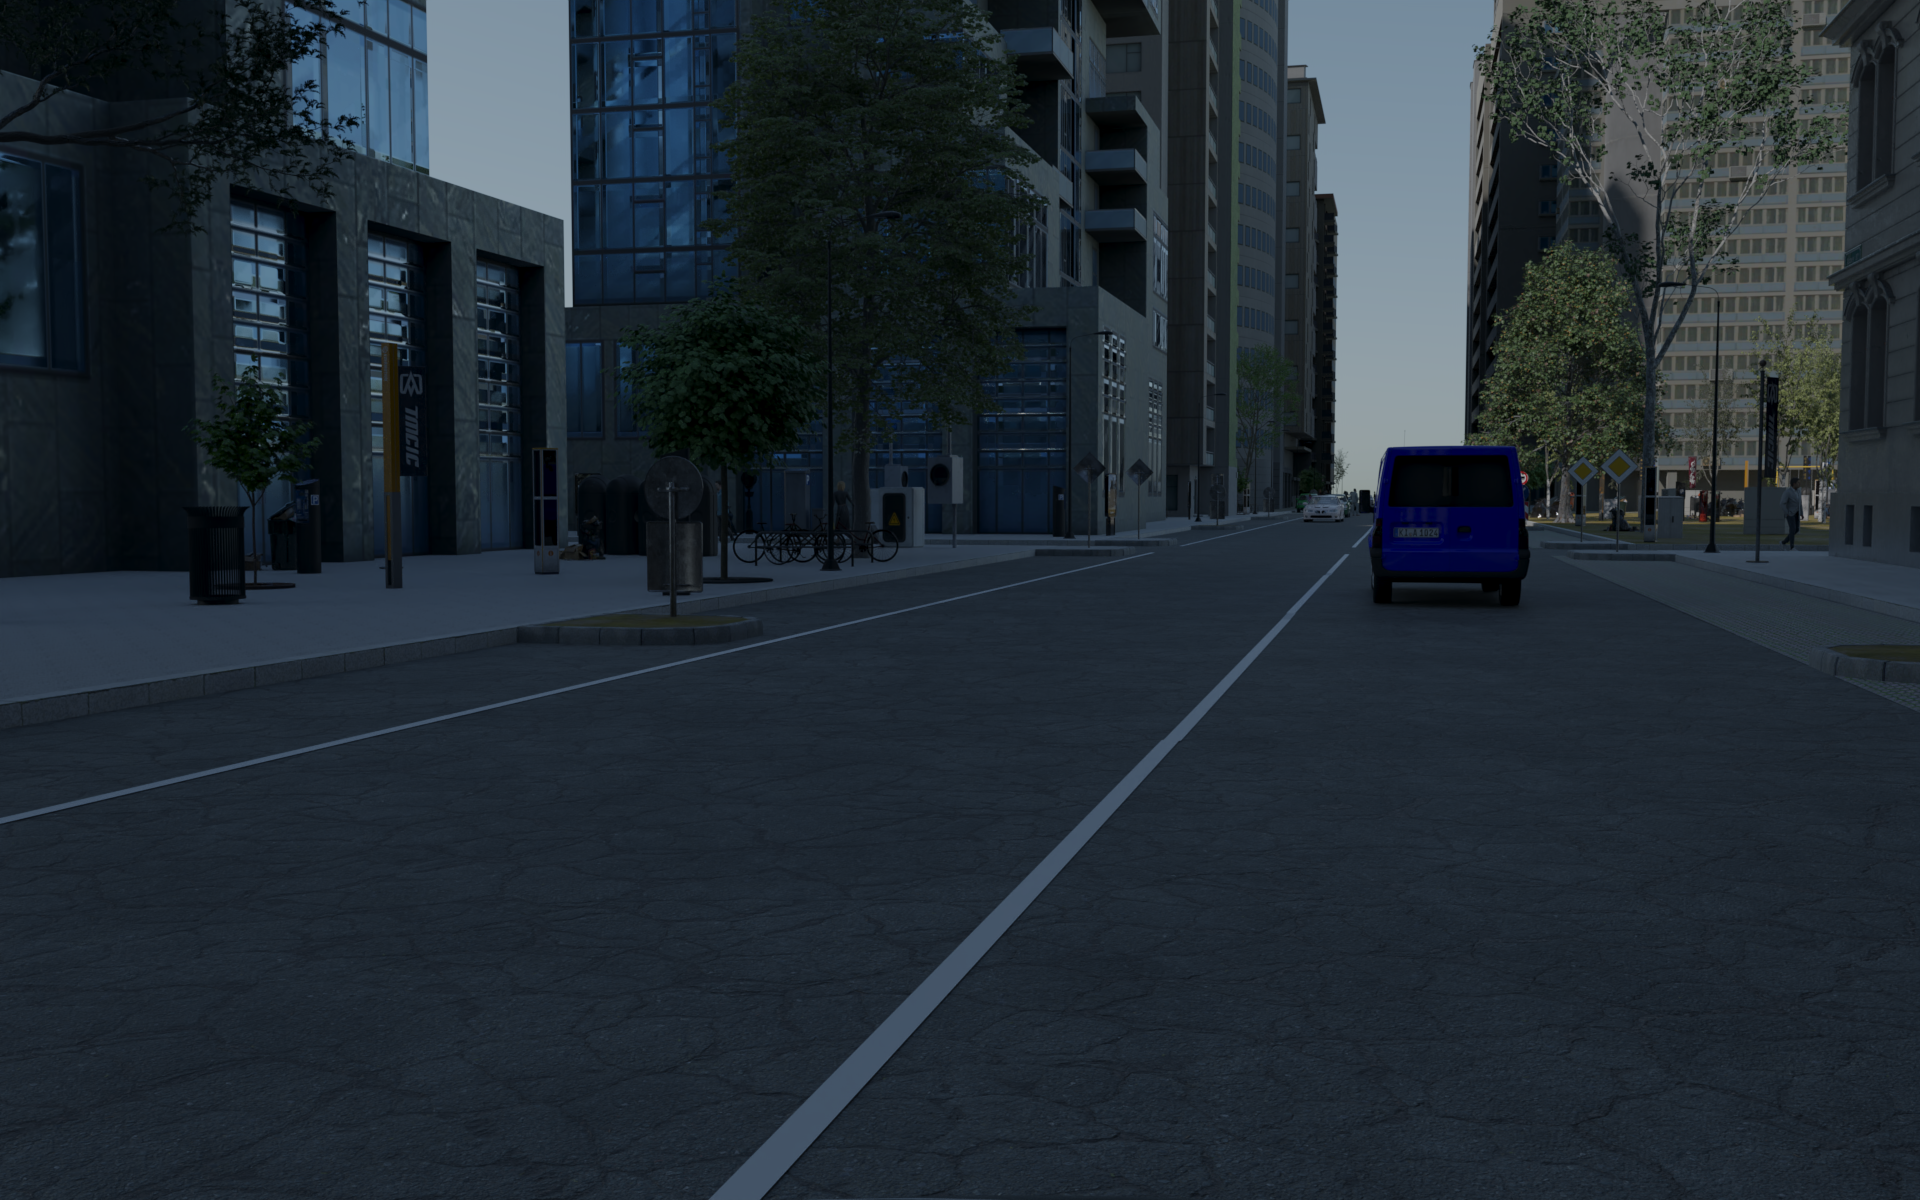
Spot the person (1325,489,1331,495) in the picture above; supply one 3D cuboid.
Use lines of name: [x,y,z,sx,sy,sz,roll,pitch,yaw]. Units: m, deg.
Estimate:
person: [26.728,-7.177,125.857,1.348,1.822,0.705,-1,4,-15]

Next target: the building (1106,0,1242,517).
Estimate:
building: [8.319,-25.413,99.102,14.154,41.232,14.086,1,4,14]

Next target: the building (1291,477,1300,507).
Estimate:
building: [19.852,-30.159,184.985,32.217,40.220,23.993,1,4,14]

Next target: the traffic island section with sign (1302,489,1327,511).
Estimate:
traffic island section with sign: [29.703,-8.353,145.207,1.989,1.847,2.006,1,4,14]

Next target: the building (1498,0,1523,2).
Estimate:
building: [58.907,-32.520,155.411,21.300,48.544,21.600,1,4,14]

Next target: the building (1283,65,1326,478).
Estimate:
building: [31.115,-38.609,220.494,28.713,52.752,27.495,1,4,14]

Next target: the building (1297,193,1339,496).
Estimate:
building: [42.332,-36.275,247.727,22.147,44.769,28.867,1,4,14]

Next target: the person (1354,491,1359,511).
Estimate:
person: [34.392,-8.690,150.586,0.705,1.823,1.348,0,4,-6]

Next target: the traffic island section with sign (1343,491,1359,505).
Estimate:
traffic island section with sign: [57.109,-14.888,252.054,1.989,1.847,2.006,1,4,14]

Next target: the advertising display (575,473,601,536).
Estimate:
advertising display: [-11.440,-2.943,53.330,0.123,1.923,0.974,3,4,37]

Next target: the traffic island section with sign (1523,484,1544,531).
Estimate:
traffic island section with sign: [21.900,-3.644,68.204,1.989,1.847,2.006,1,4,14]

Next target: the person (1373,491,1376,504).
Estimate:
person: [59.350,-14.644,248.026,0.705,1.812,1.348,1,4,18]

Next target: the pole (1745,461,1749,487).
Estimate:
pole: [48.130,-6.860,106.006,0.158,3.312,0.155,0,3,0]

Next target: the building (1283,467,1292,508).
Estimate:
building: [20.502,-44.198,160.896,20.563,71.187,20.611,1,4,14]

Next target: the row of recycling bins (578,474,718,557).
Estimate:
row of recycling bins: [-6.602,-1.792,36.404,3.534,1.692,1.069,2,4,29]

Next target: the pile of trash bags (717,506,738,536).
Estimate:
pile of trash bags: [-8.497,-2.672,53.447,3.447,1.369,1.912,2,4,34]

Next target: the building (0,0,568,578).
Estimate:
building: [-27.081,-43.966,31.513,31.000,86.520,22.319,1,4,14]

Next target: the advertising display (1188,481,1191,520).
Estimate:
advertising display: [11.496,-4.990,86.793,0.123,1.923,0.974,0,4,5]

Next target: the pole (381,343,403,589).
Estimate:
pole: [-7.700,-1.812,23.466,0.158,3.312,0.155,0,3,0]

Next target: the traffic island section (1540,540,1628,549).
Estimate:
traffic island section: [16.557,-1.456,46.090,2.009,0.180,2.903,1,4,14]

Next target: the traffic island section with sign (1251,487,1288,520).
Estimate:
traffic island section with sign: [17.384,-5.415,97.167,1.989,1.847,2.006,1,4,14]

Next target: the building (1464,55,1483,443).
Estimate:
building: [78.782,-42.187,231.762,21.231,58.520,28.212,1,4,14]

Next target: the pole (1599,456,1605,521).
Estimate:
pole: [30.493,-5.408,82.269,0.158,3.312,0.155,0,3,0]

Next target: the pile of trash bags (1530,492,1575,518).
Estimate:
pile of trash bags: [32.487,-5.161,94.136,1.912,1.369,3.447,3,5,43]

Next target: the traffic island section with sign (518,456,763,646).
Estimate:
traffic island section with sign: [-3.079,-0.535,17.374,1.989,1.847,2.006,1,4,14]

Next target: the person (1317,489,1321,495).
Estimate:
person: [28.454,-7.847,136.939,0.705,1.807,1.348,2,4,33]

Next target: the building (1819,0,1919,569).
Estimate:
building: [21.343,-14.404,22.896,14.401,28.519,23.554,1,4,14]

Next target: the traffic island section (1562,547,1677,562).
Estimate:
traffic island section: [14.573,-0.983,38.354,2.009,0.180,2.903,1,4,14]

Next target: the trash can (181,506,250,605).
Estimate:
trash can: [-8.660,-0.522,20.184,0.748,1.137,0.748,0,3,0]

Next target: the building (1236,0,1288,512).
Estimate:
building: [14.386,-36.434,137.694,21.231,58.520,28.212,1,4,14]

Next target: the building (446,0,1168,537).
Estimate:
building: [-2.688,-46.262,69.063,22.319,86.520,31.000,1,4,14]

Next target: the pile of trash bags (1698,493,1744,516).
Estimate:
pile of trash bags: [43.931,-5.530,100.175,3.447,1.369,1.912,-2,4,-29]

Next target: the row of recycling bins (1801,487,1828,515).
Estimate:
row of recycling bins: [52.406,-5.943,104.288,3.534,1.692,1.069,2,4,28]

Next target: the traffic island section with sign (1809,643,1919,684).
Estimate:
traffic island section with sign: [7.931,-0.311,13.718,1.989,1.847,2.006,1,4,14]

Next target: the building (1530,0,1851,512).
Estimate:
building: [58.549,-26.867,131.158,32.217,40.220,23.993,1,4,14]

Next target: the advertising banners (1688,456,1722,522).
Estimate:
advertising banners: [34.175,-5.096,79.509,0.090,3.025,2.074,-1,4,-21]

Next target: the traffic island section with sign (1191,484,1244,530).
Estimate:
traffic island section with sign: [10.458,-3.763,70.159,1.989,1.847,2.006,1,4,14]

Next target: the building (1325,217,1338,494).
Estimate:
building: [50.776,-37.775,267.739,14.600,45.320,14.200,1,4,14]

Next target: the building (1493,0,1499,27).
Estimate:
building: [72.417,-47.070,207.850,20.563,71.187,20.611,1,4,14]

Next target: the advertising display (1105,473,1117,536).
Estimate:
advertising display: [4.642,-2.944,53.353,0.123,1.923,0.974,1,4,20]

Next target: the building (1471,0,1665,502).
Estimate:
building: [64.027,-33.853,177.206,21.300,48.544,21.600,1,4,14]
